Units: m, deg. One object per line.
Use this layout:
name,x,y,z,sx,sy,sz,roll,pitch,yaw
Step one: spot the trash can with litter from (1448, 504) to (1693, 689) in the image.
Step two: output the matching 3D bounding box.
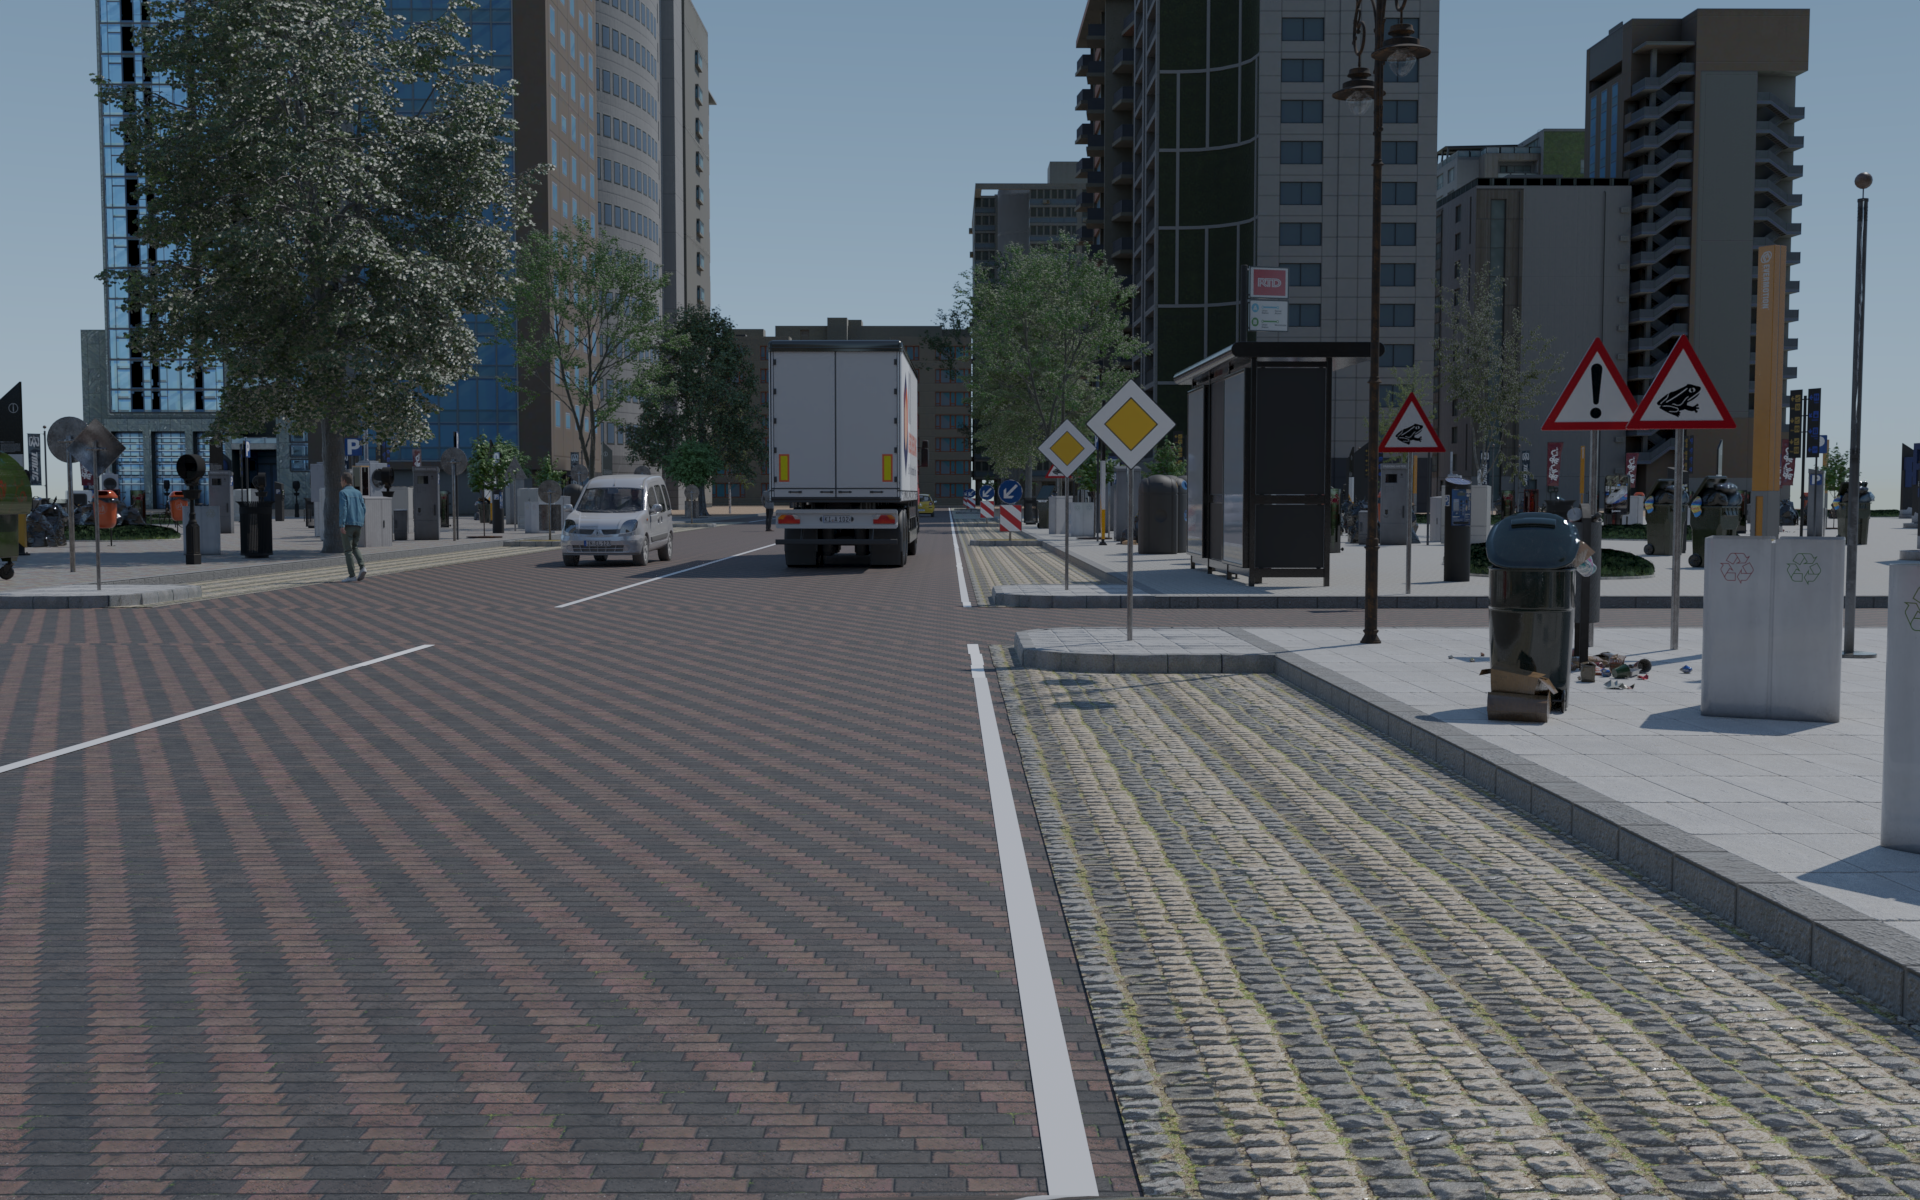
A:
trash can with litter,4.394,-0.085,12.449,1.678,1.210,2.233,1,4,15

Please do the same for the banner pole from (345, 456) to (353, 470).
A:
banner pole,-31.833,-6.120,90.077,0.863,3.779,0.401,-2,4,-23

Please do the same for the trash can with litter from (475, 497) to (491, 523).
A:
trash can with litter,-20.854,-3.983,76.512,0.624,1.170,1.055,2,4,29

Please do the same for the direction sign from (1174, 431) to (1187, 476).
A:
direction sign,8.116,-4.302,62.341,0.876,3.537,0.379,0,4,-2

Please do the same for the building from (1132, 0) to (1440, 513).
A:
building,21.723,-42.040,125.607,20.563,71.187,20.611,0,4,0

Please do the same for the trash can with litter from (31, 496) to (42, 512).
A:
trash can with litter,-31.040,-2.919,58.786,1.678,1.210,2.233,0,4,-2

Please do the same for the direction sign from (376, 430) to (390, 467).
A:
direction sign,-19.855,-4.130,59.515,0.379,3.537,0.876,-3,4,-37

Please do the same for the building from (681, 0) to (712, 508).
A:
building,-34.358,-32.499,155.062,21.600,48.544,21.300,0,4,0

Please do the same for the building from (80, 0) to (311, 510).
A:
building,-60.685,-51.347,152.187,31.000,86.520,22.319,0,4,0

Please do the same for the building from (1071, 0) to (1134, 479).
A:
building,21.449,-30.366,151.104,22.147,44.769,28.867,0,4,0

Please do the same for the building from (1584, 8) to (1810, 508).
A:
building,66.547,-31.102,158.627,14.200,45.320,14.600,0,4,0

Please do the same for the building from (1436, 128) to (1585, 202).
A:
building,61.874,-31.395,196.900,14.086,41.232,14.154,0,4,0

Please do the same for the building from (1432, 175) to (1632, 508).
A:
building,52.383,-23.778,160.469,14.107,30.474,14.160,0,4,0

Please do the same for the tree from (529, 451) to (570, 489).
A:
tree,-18.297,-5.037,76.961,1.663,3.219,1.824,0,3,0

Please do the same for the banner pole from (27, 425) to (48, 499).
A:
banner pole,-33.452,-4.461,62.954,0.401,3.779,0.863,3,4,36

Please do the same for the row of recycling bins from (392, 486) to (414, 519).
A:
row of recycling bins,-29.080,-5.079,90.158,1.069,1.692,3.534,-3,4,-38

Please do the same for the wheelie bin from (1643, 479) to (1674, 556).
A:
wheelie bin,14.832,-1.738,36.329,0.980,1.594,0.693,-2,4,-29

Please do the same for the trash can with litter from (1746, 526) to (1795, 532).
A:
trash can with litter,27.643,-2.931,58.979,1.678,1.210,2.233,1,4,19

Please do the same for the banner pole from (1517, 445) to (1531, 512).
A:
banner pole,28.481,-5.973,87.677,0.401,3.779,0.863,-3,5,-39

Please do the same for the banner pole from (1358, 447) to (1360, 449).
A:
banner pole,21.523,-6.281,92.705,0.863,3.779,0.401,-2,4,-25

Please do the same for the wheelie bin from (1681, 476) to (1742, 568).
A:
wheelie bin,13.206,-1.367,30.259,0.980,1.594,0.693,-2,4,-35

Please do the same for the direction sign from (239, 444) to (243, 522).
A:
direction sign,-32.465,-5.278,78.293,0.379,3.537,0.876,-2,4,-28

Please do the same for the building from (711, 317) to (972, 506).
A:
building,-13.283,-21.941,203.777,28.899,21.520,27.650,0,4,0

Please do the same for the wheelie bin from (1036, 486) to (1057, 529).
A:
wheelie bin,3.261,-3.443,64.197,0.693,1.594,0.980,-3,5,-42

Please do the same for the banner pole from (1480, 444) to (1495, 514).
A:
banner pole,26.510,-5.930,86.977,0.863,3.779,0.401,1,4,19

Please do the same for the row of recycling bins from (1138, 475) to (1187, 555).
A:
row of recycling bins,4.826,-1.906,38.277,1.069,1.692,3.534,2,4,28

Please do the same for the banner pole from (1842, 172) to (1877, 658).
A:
banner pole,6.926,-1.429,13.382,0.401,3.779,0.863,2,4,27

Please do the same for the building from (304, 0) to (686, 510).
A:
building,-32.902,-35.754,126.578,21.231,58.520,28.212,0,4,0

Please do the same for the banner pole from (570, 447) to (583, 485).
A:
banner pole,-20.013,-6.161,90.745,0.863,3.779,0.401,-2,4,-34

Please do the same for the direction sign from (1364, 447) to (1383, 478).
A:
direction sign,19.783,-5.556,82.842,0.876,3.537,0.379,2,4,27

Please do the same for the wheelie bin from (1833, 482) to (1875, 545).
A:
wheelie bin,22.735,-2.207,43.999,0.980,1.594,0.693,0,4,4

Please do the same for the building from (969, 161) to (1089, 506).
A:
building,13.150,-31.379,204.932,23.993,40.220,32.217,0,4,0

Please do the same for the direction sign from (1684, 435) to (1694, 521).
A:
direction sign,28.172,-4.589,67.019,0.379,3.537,0.876,0,4,3

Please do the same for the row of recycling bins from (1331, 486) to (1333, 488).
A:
row of recycling bins,17.115,-4.678,83.593,1.069,1.692,3.534,-1,4,-12

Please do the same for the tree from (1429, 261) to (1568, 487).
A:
tree,16.556,-6.371,54.528,4.360,8.622,3.978,0,3,0

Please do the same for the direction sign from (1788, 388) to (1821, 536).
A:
direction sign,18.197,-2.776,37.378,0.379,3.537,0.876,-1,4,-16

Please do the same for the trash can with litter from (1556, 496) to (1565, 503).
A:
trash can with litter,31.219,-4.762,89.246,0.624,1.170,1.055,-3,5,-41

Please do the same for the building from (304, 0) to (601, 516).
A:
building,-30.412,-27.846,105.392,14.600,45.320,14.200,0,4,0

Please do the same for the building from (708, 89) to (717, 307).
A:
building,-41.748,-37.526,202.792,27.495,52.752,28.713,0,4,0

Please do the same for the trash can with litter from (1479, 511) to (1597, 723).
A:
trash can with litter,3.368,0.079,10.093,0.624,1.170,1.055,1,4,21

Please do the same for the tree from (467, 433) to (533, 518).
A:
tree,-24.760,-6.688,93.059,4.285,4.588,4.351,0,3,0

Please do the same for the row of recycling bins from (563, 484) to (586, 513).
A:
row of recycling bins,-14.821,-3.857,70.173,1.069,1.692,3.534,1,4,21

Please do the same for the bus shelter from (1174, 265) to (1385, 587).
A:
bus shelter,4.761,-3.088,28.129,2.179,5.291,8.768,0,4,-1

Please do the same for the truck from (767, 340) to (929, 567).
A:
truck,-2.215,-2.951,37.171,2.839,4.237,11.283,0,4,1

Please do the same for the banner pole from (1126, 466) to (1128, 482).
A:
banner pole,4.493,-3.417,45.884,0.401,3.779,0.863,1,4,18

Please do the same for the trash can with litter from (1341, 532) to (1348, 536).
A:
trash can with litter,11.090,-2.588,53.366,2.233,1.210,1.678,0,4,5
